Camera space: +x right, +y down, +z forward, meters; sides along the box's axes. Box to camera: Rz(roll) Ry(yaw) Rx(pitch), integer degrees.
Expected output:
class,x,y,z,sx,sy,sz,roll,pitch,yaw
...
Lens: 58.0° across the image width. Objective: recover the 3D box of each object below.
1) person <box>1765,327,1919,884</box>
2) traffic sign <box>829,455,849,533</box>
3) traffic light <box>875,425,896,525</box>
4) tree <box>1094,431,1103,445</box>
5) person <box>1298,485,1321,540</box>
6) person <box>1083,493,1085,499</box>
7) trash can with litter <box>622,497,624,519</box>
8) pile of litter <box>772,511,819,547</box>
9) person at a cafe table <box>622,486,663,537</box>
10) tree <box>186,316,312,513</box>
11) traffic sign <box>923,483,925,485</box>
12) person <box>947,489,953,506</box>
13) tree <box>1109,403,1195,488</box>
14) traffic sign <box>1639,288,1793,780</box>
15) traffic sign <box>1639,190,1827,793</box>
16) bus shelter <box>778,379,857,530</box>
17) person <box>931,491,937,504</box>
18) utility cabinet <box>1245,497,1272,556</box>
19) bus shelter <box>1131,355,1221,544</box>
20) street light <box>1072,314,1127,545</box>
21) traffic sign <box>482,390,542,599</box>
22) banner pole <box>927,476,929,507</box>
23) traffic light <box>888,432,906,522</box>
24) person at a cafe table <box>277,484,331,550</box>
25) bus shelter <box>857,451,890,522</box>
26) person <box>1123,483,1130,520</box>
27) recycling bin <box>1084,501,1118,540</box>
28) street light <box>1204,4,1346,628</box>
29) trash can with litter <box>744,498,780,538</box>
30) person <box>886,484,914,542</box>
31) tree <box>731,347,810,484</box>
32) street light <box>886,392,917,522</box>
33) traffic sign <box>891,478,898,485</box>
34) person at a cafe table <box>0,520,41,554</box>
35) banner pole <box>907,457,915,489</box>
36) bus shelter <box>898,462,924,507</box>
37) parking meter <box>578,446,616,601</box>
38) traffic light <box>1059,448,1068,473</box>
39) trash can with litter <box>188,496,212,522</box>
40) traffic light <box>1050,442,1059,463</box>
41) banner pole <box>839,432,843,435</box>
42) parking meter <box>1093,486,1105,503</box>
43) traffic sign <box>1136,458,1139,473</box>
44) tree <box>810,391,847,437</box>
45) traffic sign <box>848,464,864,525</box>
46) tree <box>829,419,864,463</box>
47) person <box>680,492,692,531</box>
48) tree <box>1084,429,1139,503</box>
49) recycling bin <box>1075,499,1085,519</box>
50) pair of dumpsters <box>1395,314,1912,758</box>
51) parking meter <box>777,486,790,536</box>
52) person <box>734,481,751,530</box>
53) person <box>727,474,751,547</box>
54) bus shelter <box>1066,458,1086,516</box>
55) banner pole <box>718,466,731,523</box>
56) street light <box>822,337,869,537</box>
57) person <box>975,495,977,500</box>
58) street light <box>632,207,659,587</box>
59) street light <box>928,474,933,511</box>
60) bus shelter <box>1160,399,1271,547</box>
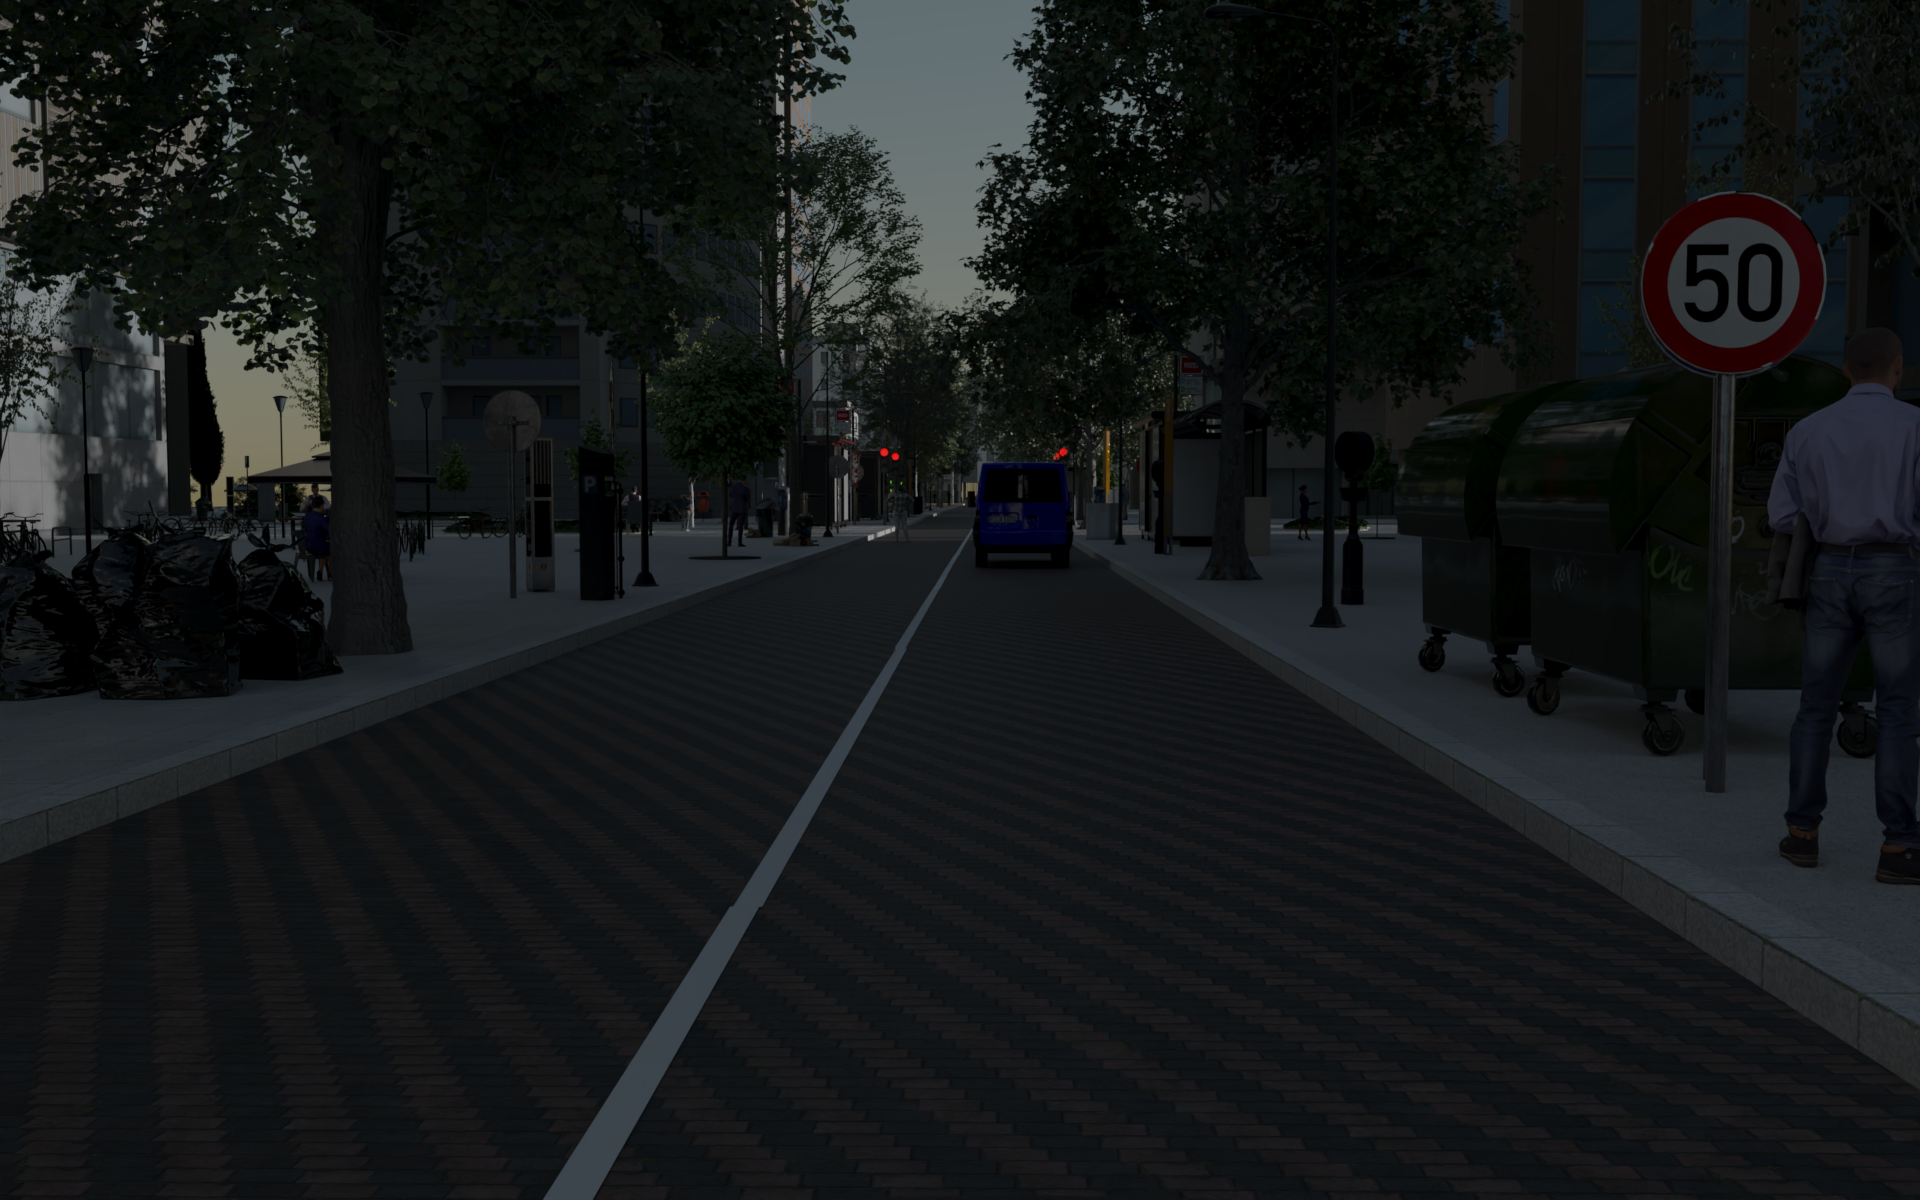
class,x,y,z,sx,sy,sz,roll,pitch,yaw
person,3.147,-0.001,5.924,0.599,1.838,0.709,-3,5,-41
traffic sign,-3.994,-3.449,56.489,0.768,2.556,0.104,0,4,3
traffic light,-3.056,-5.005,70.756,0.839,4.253,0.868,0,4,1
tree,10.128,-9.550,106.498,4.737,8.622,4.395,0,3,0
person,9.645,-2.420,47.985,0.546,1.535,0.453,-1,4,-14
person,6.167,-4.915,89.646,0.776,1.435,0.726,-3,5,-40
trash can with litter,-13.587,-3.652,70.770,2.233,1.210,1.678,-2,4,-27
pile of litter,-4.086,-1.769,42.885,1.176,0.858,1.719,0,4,-6
person at a cafe table,-9.916,-2.701,52.670,1.698,1.524,1.622,-1,4,-14
tree,-55.237,-13.528,123.008,13.155,14.587,18.604,1,4,10
traffic sign,-3.433,-9.218,150.450,0.795,2.593,0.064,0,4,2
person,-1.165,-11.322,191.173,0.705,1.821,1.348,2,4,29
tree,10.405,-8.654,91.852,4.737,8.622,4.395,0,3,0
traffic sign,3.378,-0.464,7.699,0.768,2.556,0.104,0,4,4
traffic sign,3.257,-0.446,7.390,0.768,2.556,0.104,0,4,3
bus shelter,-5.312,-5.229,63.134,2.179,5.291,8.768,0,4,1
person,-3.501,-13.927,235.842,0.705,1.869,1.348,-2,4,-35
utility cabinet,6.055,-1.517,35.963,0.306,1.237,1.020,3,5,43
bus shelter,5.941,-4.290,47.772,2.179,5.291,8.768,0,4,1
street light,3.506,-4.344,43.570,1.470,5.913,1.316,0,4,1
traffic sign,-5.495,-1.292,21.228,0.768,2.556,0.104,1,4,9
banner pole,-2.940,-10.040,154.174,0.401,3.779,0.863,-3,5,-44
traffic light,-2.901,-5.494,78.740,0.839,4.253,0.868,0,4,1
person at a cafe table,-15.116,-1.965,40.646,1.698,1.524,1.622,-1,4,-23
bus shelter,-4.788,-6.559,84.868,2.179,5.291,8.768,0,4,1
person,8.084,-4.838,85.273,0.598,1.807,0.434,-2,4,-27
recycling bin,4.021,-2.225,48.937,0.722,1.027,0.722,2,4,27
street light,3.014,-2.694,16.585,1.470,5.913,1.316,0,4,1
trash can with litter,-5.813,-2.407,50.735,0.624,1.170,1.055,2,4,33
person,-1.800,-2.628,52.188,0.841,1.734,0.376,0,3,0
tree,-10.319,-8.148,83.586,4.360,8.622,3.978,0,3,0
street light,-2.806,-6.507,78.932,1.470,5.913,1.316,0,4,1
traffic sign,-4.831,-7.964,130.316,0.768,2.556,0.104,0,4,6
person at a cafe table,-20.978,-1.600,37.020,1.698,1.238,1.726,0,4,4
banner pole,-3.125,-6.978,104.106,0.863,3.779,0.401,0,4,2
bus shelter,-3.574,-8.339,127.631,1.731,3.624,6.357,0,4,1
parking meter,-4.373,-0.929,20.896,0.399,1.863,0.255,2,4,24
traffic light,4.184,-4.998,70.632,0.839,4.253,0.868,0,4,1
trash can with litter,-35.421,-4.232,80.584,0.624,1.170,1.055,1,4,21
traffic light,4.340,-5.486,78.615,0.839,4.253,0.868,0,4,1
banner pole,-4.949,-4.880,69.801,0.863,3.779,0.401,3,5,43
parking meter,4.371,-2.810,54.354,0.372,1.533,0.369,0,3,0
traffic sign,5.817,-3.266,53.513,0.768,2.556,0.104,0,4,3
tree,-10.273,-10.500,122.037,4.360,8.622,3.978,0,3,0
traffic sign,-4.348,-4.362,71.422,0.768,2.556,0.104,0,4,2
tree,-10.403,-12.255,150.737,4.737,8.622,4.395,0,3,0
person,-9.476,-3.053,59.868,0.435,1.345,0.340,0,4,0
tree,11.508,-11.115,132.097,4.360,8.622,3.978,0,3,0
recycling bin,6.162,-4.575,87.351,0.722,1.027,0.722,2,4,32
pair of dumpsters,3.895,-0.484,10.410,1.574,2.255,4.437,0,4,1
parking meter,-5.423,-2.743,53.267,0.372,1.533,0.369,0,3,0
person,-7.732,-3.349,61.487,0.600,1.739,0.565,3,4,38
person,-5.385,-2.185,42.224,0.683,1.767,0.568,1,4,14
bus shelter,6.601,-6.327,97.376,2.014,3.302,5.546,0,4,1
banner pole,-10.604,-5.399,78.283,0.401,3.779,0.863,2,4,34
street light,-3.385,-4.816,51.286,1.470,5.913,1.316,0,4,1
person,1.233,-6.326,113.804,0.647,1.594,0.662,-3,5,-42
street light,-3.845,-3.143,23.936,1.470,5.913,1.316,0,4,1
street light,-2.218,-8.157,105.914,1.470,5.913,1.316,0,4,1
bus shelter,5.838,-2.789,39.521,2.014,3.302,5.546,0,4,1
